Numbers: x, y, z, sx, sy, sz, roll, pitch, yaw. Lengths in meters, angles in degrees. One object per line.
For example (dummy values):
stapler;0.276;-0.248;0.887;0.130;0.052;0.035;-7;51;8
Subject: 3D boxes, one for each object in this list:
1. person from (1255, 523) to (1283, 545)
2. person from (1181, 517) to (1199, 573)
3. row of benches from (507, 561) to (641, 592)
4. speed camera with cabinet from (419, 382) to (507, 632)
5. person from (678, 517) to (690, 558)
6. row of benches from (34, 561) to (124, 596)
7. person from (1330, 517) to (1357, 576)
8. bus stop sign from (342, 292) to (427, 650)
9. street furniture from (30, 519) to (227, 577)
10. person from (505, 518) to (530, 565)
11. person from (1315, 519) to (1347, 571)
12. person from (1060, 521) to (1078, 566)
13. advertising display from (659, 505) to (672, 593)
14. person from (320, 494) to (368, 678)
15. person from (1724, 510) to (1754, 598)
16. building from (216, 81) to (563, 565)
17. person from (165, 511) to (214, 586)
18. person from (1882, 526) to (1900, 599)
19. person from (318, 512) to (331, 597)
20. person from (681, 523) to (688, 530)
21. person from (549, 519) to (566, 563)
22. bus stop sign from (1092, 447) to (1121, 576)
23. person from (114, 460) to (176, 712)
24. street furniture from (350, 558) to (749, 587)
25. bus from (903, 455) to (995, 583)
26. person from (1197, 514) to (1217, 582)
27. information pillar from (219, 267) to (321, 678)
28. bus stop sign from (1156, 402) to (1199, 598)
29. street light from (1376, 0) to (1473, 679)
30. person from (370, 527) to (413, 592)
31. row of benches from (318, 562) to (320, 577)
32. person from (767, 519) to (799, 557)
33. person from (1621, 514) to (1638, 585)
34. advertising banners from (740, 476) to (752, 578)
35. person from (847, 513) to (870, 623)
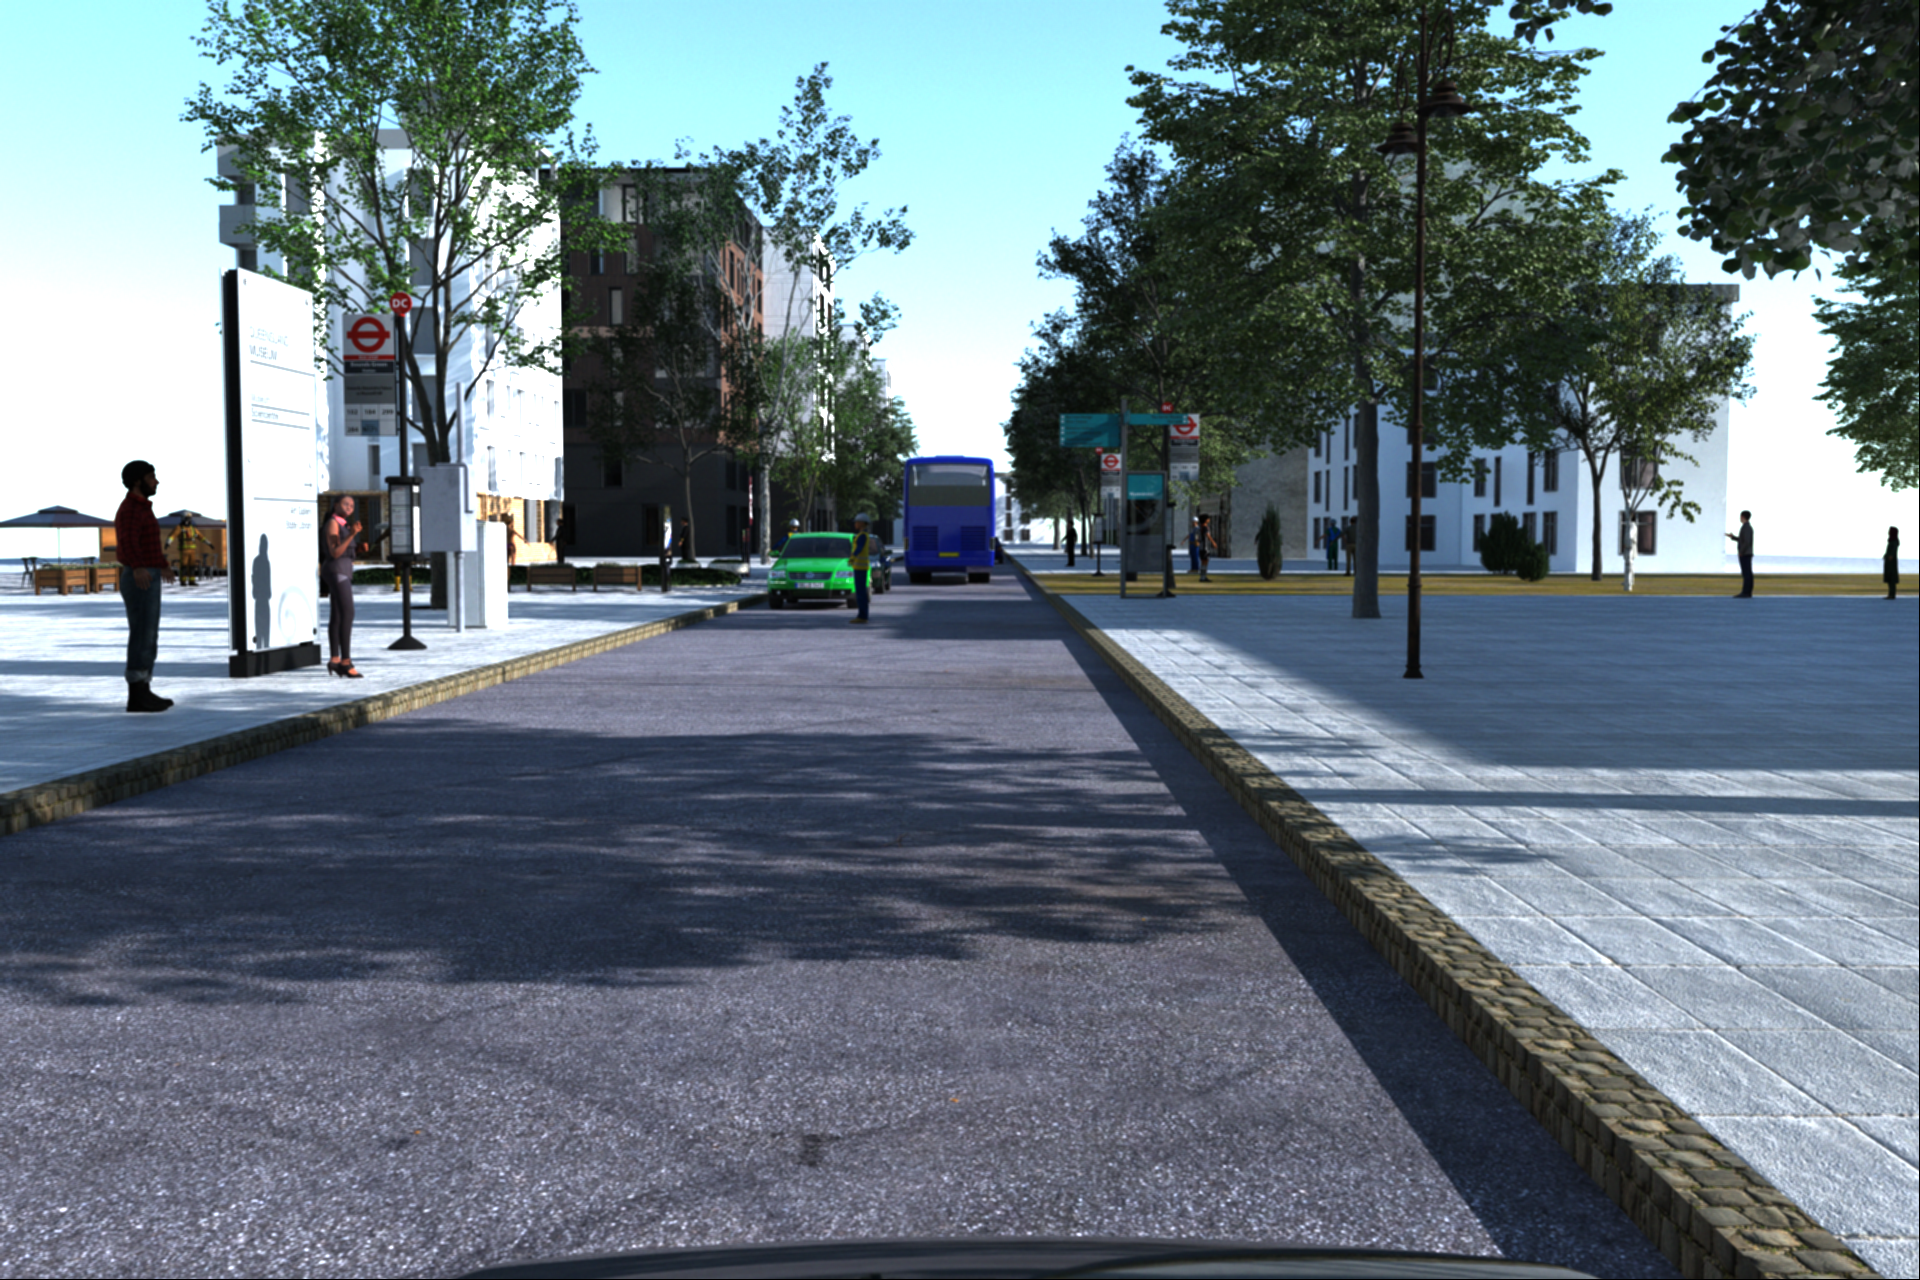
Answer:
person;10.022;-3.036;56.351;0.721;1.740;1.216;-3;4;-36
person;7.737;-3.146;57.298;0.705;1.847;1.347;-2;4;-24
row of benches;-9.240;-1.428;38.815;4.104;0.672;1.422;-1;4;-12
speed camera with cabinet;-6.694;-1.776;23.375;0.660;3.252;2.038;0;4;1
person;-8.798;-3.015;55.236;0.705;1.837;1.347;0;4;-3
row of benches;-19.025;-1.375;37.939;1.422;0.672;4.104;0;4;-2
person;11.992;-2.858;52.997;1.348;1.796;0.705;0;4;-6
bus stop sign;-6.383;-1.865;19.201;0.855;3.939;0.416;0;4;1
street furniture;-23.364;-2.986;55.670;9.812;1.723;11.010;0;4;-1
person;-12.760;-2.599;49.294;1.217;1.733;0.721;1;4;22
person;13.114;-3.357;61.011;1.347;1.817;0.704;-2;4;-24
person;4.377;-3.824;68.707;0.705;1.806;1.347;-2;4;-23
advertising display;-6.491;-2.018;38.204;0.123;1.923;0.974;0;4;0
person;-5.507;-0.494;15.585;0.593;1.643;0.415;2;4;32
person;15.754;-1.745;35.112;0.617;1.759;0.750;-3;5;-43
building;-25.066;-13.298;73.850;16.016;20.090;11.380;0;4;1
person;-18.962;-2.248;42.522;0.705;1.858;1.354;2;4;30
person;18.296;-1.524;34.132;0.599;1.438;0.989;1;4;22
person;-12.848;-1.736;35.162;0.721;1.737;1.214;2;4;32
person;-10.185;-3.562;64.370;0.705;1.813;1.348;-1;4;-8
person;-13.462;-3.178;58.192;0.704;1.802;1.346;0;4;7
bus stop sign;4.433;-3.903;52.512;0.855;3.939;0.416;0;4;1
person;-5.910;-0.396;12.581;0.704;1.816;1.345;-1;4;-17
street furniture;-10.288;-1.775;44.643;10.072;0.657;5.734;1;4;10
bus;-0.299;-3.794;53.578;2.896;3.916;12.251;0;3;0
person;6.562;-2.455;46.283;0.704;1.843;1.345;-1;4;-9
information pillar;-6.403;-1.518;16.141;0.184;3.620;1.656;0;4;2
bus stop sign;4.402;-2.837;35.084;0.855;3.939;0.416;0;4;1
street light;4.042;-2.598;15.268;0.468;5.910;1.993;0;4;0
person;-12.421;-1.983;38.552;1.346;1.812;0.704;-1;4;-18
row of benches;-16.909;-1.784;44.634;1.422;0.672;4.104;0;4;5
person;-3.775;-1.850;39.173;1.216;1.772;0.721;-1;4;-23
person;16.817;-2.286;43.558;0.705;1.806;1.347;1;4;22
advertising banners;-6.331;-3.383;51.501;0.090;3.025;2.074;0;4;2
person;-1.675;-1.164;27.953;0.721;1.772;1.216;0;4;4
